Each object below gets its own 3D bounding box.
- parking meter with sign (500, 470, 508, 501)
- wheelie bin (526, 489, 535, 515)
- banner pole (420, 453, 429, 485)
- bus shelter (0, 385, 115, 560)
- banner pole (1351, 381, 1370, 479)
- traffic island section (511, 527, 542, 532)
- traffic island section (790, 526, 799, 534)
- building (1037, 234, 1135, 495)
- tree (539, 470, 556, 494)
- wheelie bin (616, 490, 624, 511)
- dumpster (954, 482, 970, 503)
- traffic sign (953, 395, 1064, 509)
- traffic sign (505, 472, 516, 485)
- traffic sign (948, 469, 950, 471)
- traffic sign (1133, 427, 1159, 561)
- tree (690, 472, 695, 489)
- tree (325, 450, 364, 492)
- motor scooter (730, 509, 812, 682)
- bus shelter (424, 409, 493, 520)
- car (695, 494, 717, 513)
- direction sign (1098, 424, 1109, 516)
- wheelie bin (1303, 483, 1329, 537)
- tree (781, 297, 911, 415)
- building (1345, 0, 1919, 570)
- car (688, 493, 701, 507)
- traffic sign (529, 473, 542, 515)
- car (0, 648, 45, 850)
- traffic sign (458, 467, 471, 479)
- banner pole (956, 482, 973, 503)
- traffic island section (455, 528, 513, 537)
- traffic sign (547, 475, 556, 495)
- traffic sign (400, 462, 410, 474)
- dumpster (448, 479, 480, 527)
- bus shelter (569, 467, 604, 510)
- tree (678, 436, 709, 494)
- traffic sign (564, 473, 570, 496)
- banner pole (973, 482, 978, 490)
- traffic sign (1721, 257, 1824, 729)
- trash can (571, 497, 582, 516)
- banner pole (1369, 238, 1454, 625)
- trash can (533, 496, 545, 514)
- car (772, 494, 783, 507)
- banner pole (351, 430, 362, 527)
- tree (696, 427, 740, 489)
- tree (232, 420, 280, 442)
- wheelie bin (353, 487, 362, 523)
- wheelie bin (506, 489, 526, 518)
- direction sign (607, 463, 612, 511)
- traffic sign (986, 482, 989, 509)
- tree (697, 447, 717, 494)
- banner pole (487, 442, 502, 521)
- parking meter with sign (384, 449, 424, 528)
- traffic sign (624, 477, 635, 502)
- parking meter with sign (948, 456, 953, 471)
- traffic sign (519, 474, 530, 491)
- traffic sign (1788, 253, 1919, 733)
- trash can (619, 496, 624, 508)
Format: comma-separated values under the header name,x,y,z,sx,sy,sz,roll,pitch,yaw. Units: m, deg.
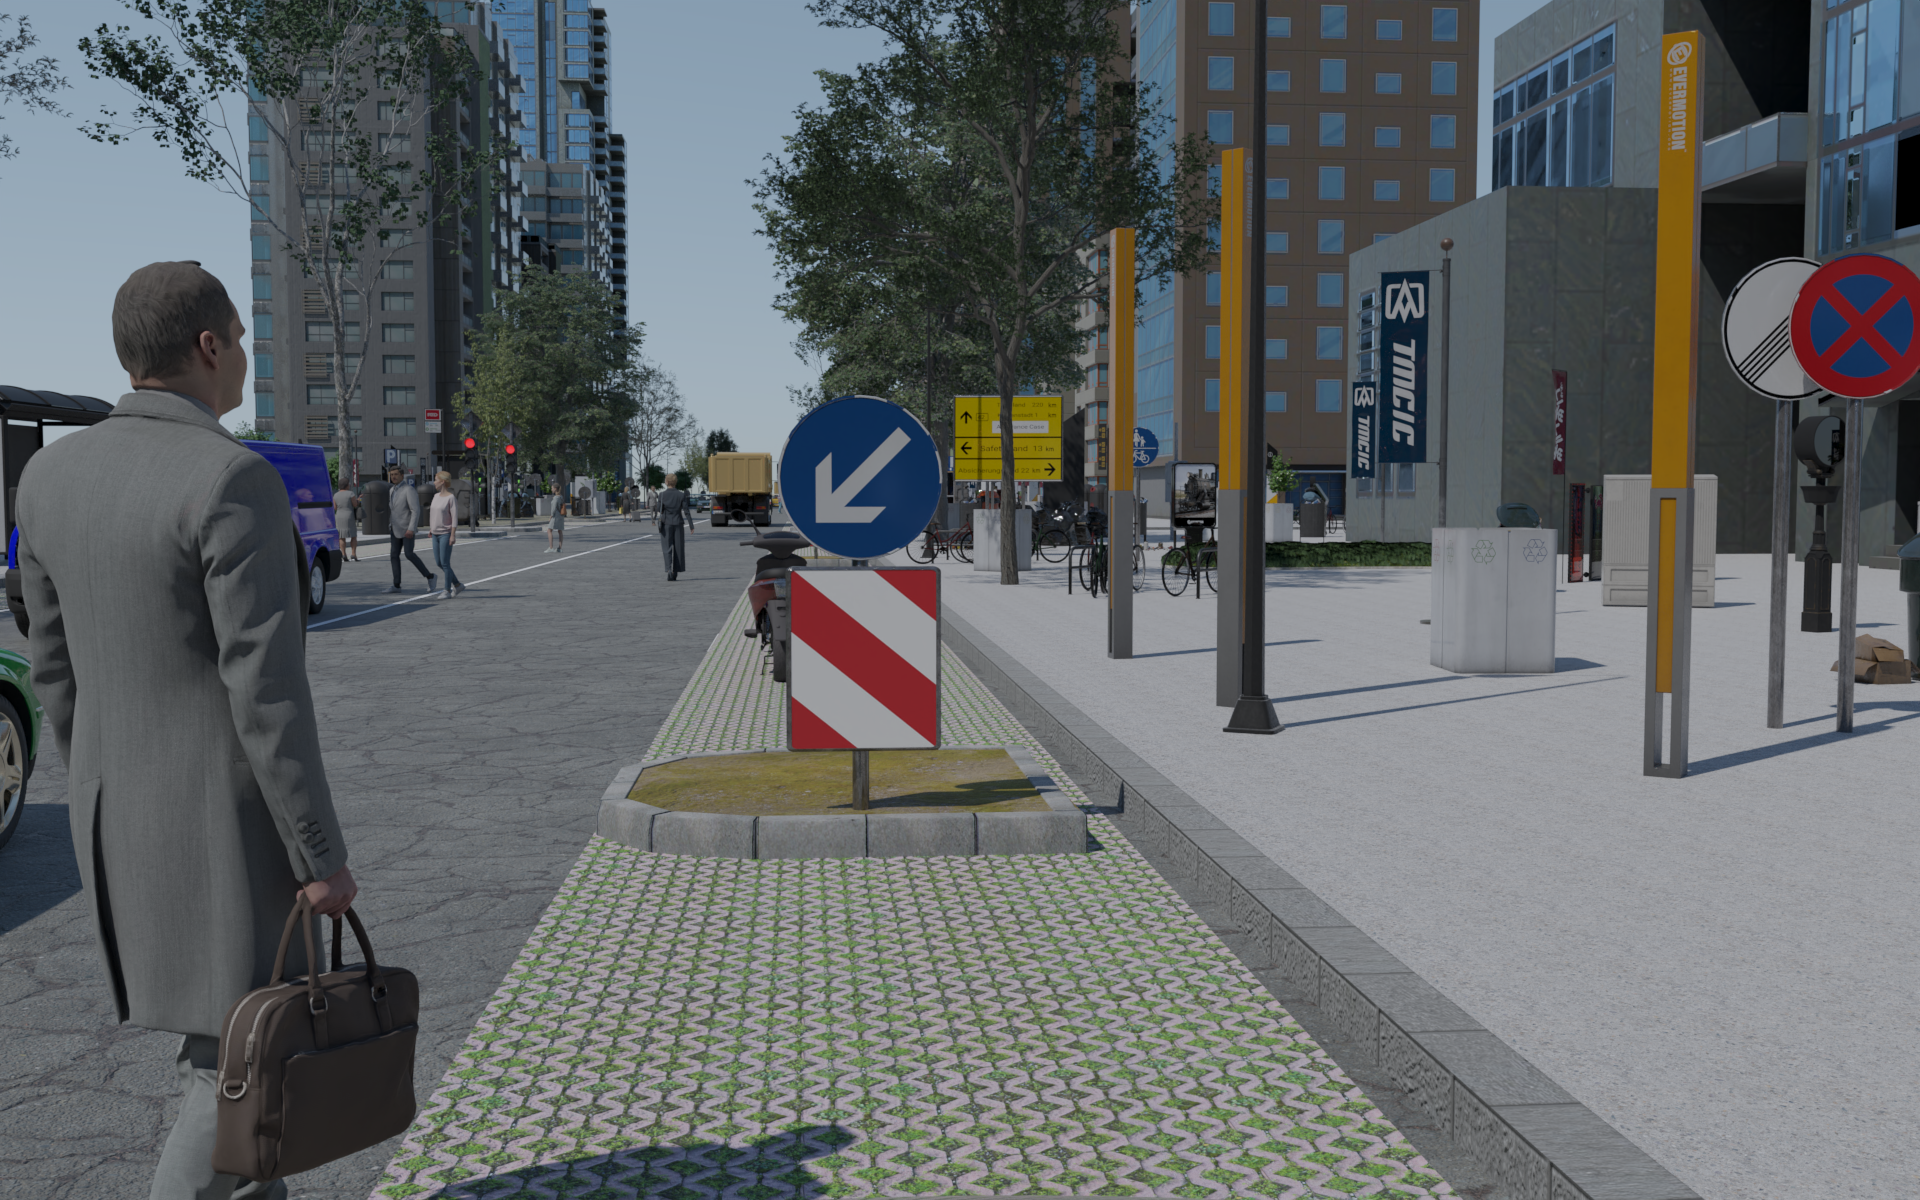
name,x,y,z,sx,sy,sz,roll,pitch,yaw
parking meter with sign,-32.130,-7.693,122.037,0.543,3.016,1.738,-2,4,-33
wheelie bin,-26.833,-6.112,107.837,0.693,1.594,0.980,2,4,29
banner pole,-32.294,-7.009,104.618,0.401,3.779,0.863,2,4,28
bus shelter,-17.860,-2.395,33.077,2.014,3.302,5.546,0,4,-5
banner pole,8.038,-2.679,33.824,0.863,3.779,0.401,2,4,26
traffic island section,-17.147,-2.694,66.331,2.009,0.180,2.903,0,4,-5
traffic island section,-5.602,-2.757,67.360,2.009,0.180,2.903,0,4,-5
building,21.458,-17.478,130.808,27.650,21.520,28.899,0,4,-5
tree,-33.064,-8.836,139.065,1.663,3.219,1.824,0,3,0
wheelie bin,-25.859,-7.611,132.347,0.693,1.594,0.980,-3,4,-36
dumpster,-0.234,-4.049,71.957,1.264,1.857,1.865,0,4,-5
traffic sign,0.990,-2.552,35.605,2.265,3.308,0.079,0,4,4
traffic sign,-21.906,-5.115,84.814,0.795,2.450,0.064,0,4,2
traffic sign,-0.782,-5.002,81.888,0.768,2.556,0.104,0,4,-2
traffic sign,3.393,-2.010,32.967,0.768,2.556,0.104,0,4,-2
tree,-32.406,-13.304,201.240,4.285,4.588,4.351,0,3,0
tree,-46.093,-8.874,128.811,4.285,4.588,4.351,0,3,0
motor scooter,-1.418,-0.063,13.807,0.815,1.314,1.986,0,4,-6
bus shelter,-24.296,-6.515,84.148,2.179,5.291,8.768,0,4,-5
car,-18.977,-7.405,130.853,2.009,1.686,4.222,0,4,-5
direction sign,4.756,-3.896,55.690,0.379,3.537,0.876,-3,4,-39
wheelie bin,10.594,-2.672,51.596,0.693,1.594,0.980,1,4,20
tree,-9.893,-18.371,156.258,12.611,20.169,13.585,0,3,0
building,22.963,-43.870,29.954,22.319,86.520,31.000,0,4,-5
car,-26.419,-10.015,172.534,1.959,1.807,4.718,0,4,-5
traffic sign,-26.231,-6.539,107.023,0.768,2.556,0.104,0,4,3
car,-4.550,0.211,5.339,1.959,1.807,4.718,0,4,-5
traffic sign,-22.722,-4.873,79.777,0.768,2.556,0.104,0,3,0
banner pole,0.005,-4.291,60.169,0.401,3.779,0.863,-1,4,-21
traffic island section,-16.432,-2.208,58.378,2.009,0.180,2.903,0,4,-5
traffic sign,-26.603,-6.922,113.273,0.768,2.556,0.104,0,4,5
traffic sign,-22.509,-4.284,70.047,0.884,2.594,0.081,0,4,0
dumpster,-19.424,-3.765,67.315,1.264,1.857,1.865,0,4,-5
bus shelter,-28.908,-8.592,134.409,2.014,3.302,5.546,0,4,-5
tree,-35.389,-17.336,233.809,4.737,8.622,4.395,0,3,0
traffic sign,-24.118,-6.447,105.518,0.768,2.556,0.104,0,4,3
banner pole,0.764,-6.210,91.551,0.401,3.779,0.863,-3,5,-40
traffic sign,4.470,-0.570,9.422,0.768,2.556,0.104,0,4,-4
trash can,-22.383,-5.470,101.083,0.748,1.137,0.748,0,3,0
banner pole,4.539,-1.657,17.104,0.863,3.779,0.401,1,4,21
trash can,-25.588,-5.730,105.346,0.748,1.137,0.748,0,3,0
car,-18.243,-9.927,172.525,2.015,1.641,3.980,0,4,-5
banner pole,-23.711,-4.741,67.528,0.863,3.779,0.401,1,4,20
tree,-40.498,-22.988,292.854,9.611,12.733,9.660,0,3,0
tree,-31.617,-5.694,76.813,4.285,4.588,4.351,0,3,0
wheelie bin,-27.102,-4.286,77.986,0.980,1.594,0.693,2,4,35
wheelie bin,-23.612,-5.123,91.664,0.693,1.594,0.980,-2,4,-33
direction sign,-25.185,-8.106,124.537,0.379,3.537,0.876,-2,4,-32
traffic sign,0.603,-2.322,38.075,0.768,2.556,0.104,0,4,2
tree,-38.480,-19.215,264.522,4.360,8.622,3.978,0,3,0
banner pole,-22.416,-5.714,83.433,0.401,3.779,0.863,3,5,44
parking meter with sign,-21.420,-4.317,66.848,1.738,3.016,0.543,2,4,33
traffic sign,-24.447,-7.834,128.186,0.768,2.556,0.104,0,4,-2
parking meter with sign,-0.464,-5.145,80.387,0.543,3.016,1.738,-1,4,-13
traffic sign,-27.961,-6.801,111.307,0.768,2.556,0.104,0,4,3
traffic sign,4.771,-0.560,9.264,0.768,2.556,0.104,0,4,1
trash can,-24.626,-7.053,126.963,0.748,1.137,0.748,0,3,0
